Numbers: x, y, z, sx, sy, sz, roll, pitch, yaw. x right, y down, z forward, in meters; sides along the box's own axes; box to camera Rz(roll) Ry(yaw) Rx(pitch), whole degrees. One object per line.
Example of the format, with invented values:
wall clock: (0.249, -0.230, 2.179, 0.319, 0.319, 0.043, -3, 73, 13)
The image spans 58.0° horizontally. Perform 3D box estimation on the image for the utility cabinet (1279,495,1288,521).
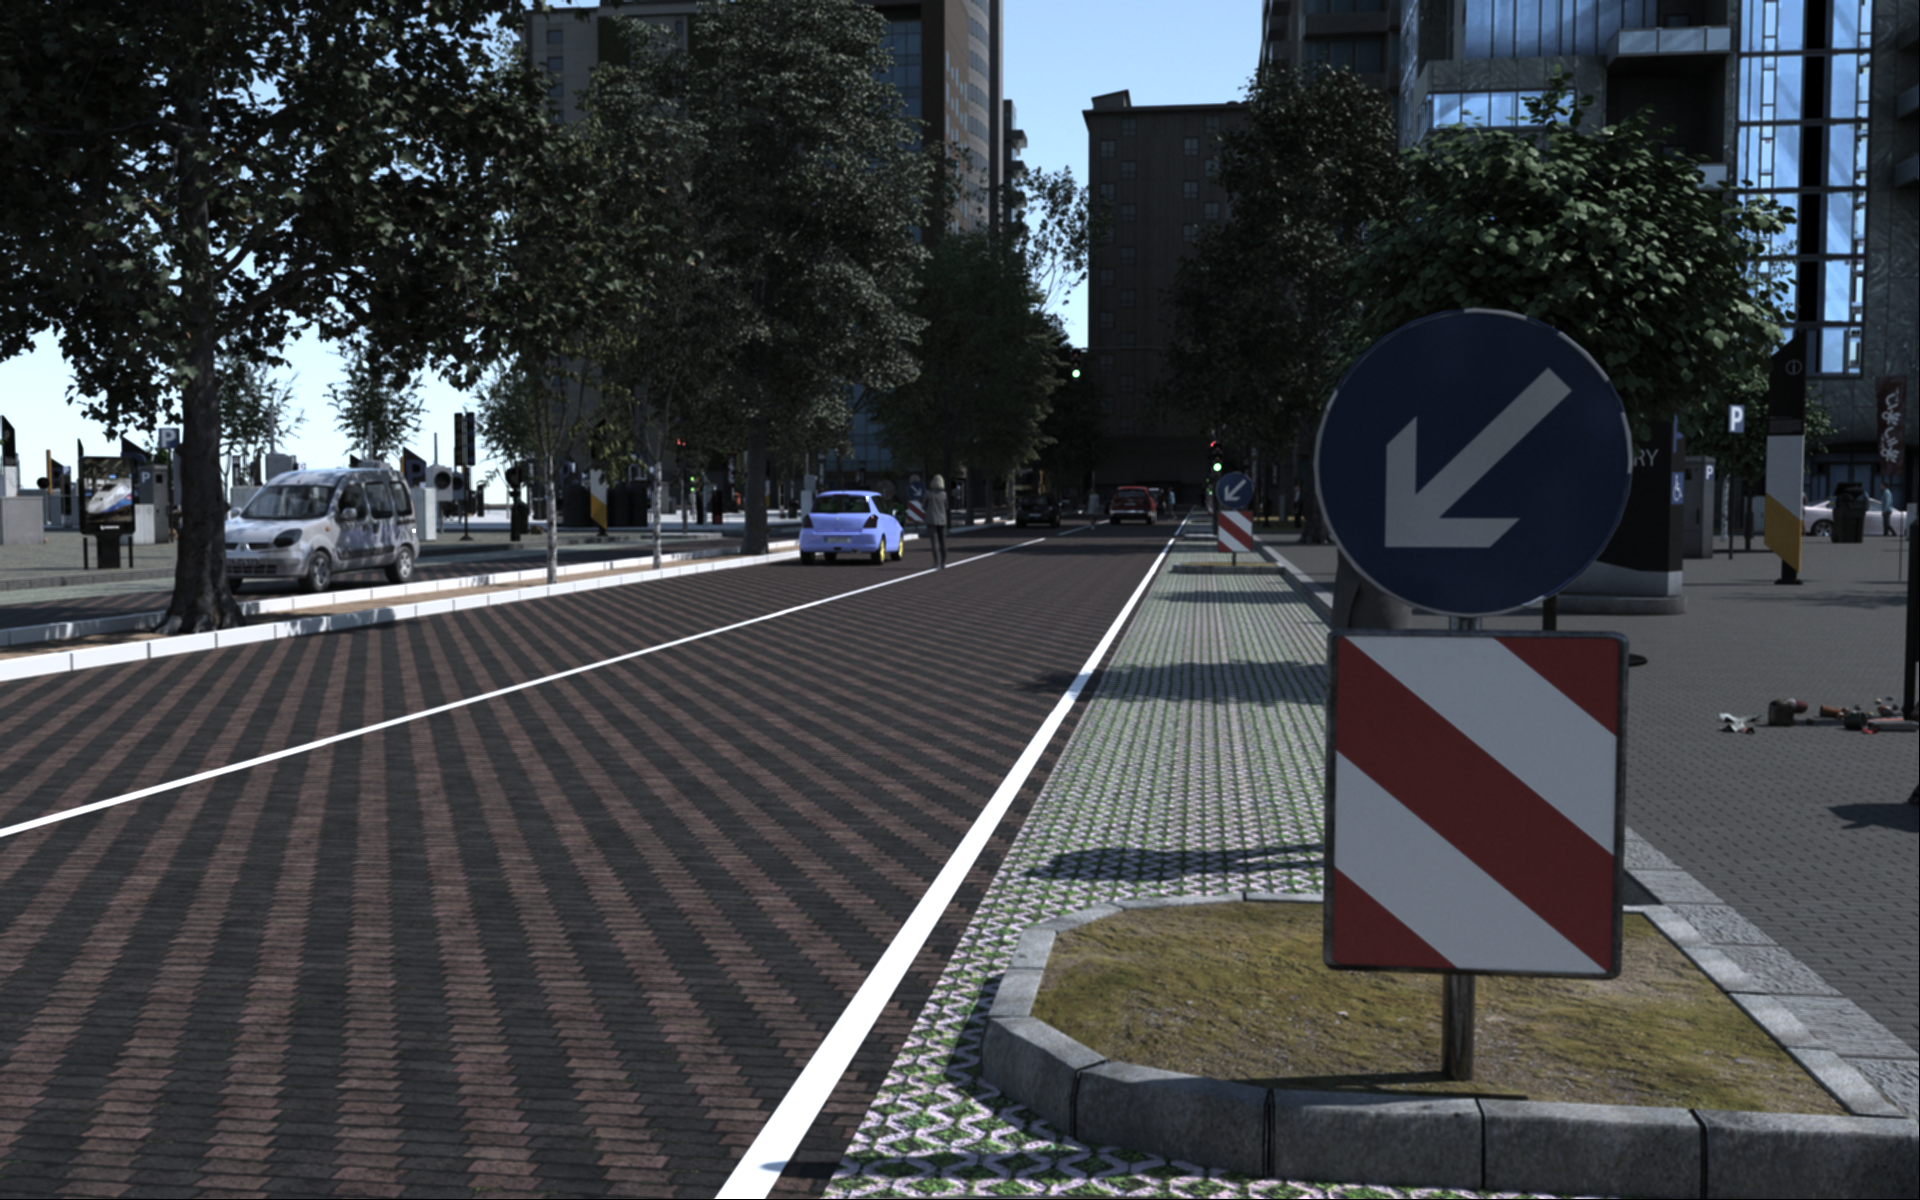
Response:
utility cabinet: (15.431, -4.366, 82.544, 0.306, 1.237, 1.020, 1, 4, 19)

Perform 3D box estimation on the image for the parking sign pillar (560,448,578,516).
parking sign pillar: (-22.826, -6.903, 101.336, 1.447, 3.967, 1.447, -3, 5, -41)

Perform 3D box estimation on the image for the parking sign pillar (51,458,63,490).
parking sign pillar: (-65.939, -8.459, 126.769, 1.447, 3.967, 1.447, 0, 4, -7)

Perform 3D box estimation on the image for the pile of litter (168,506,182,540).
pile of litter: (-22.495, -2.151, 49.133, 1.719, 0.858, 1.176, 3, 5, 42)

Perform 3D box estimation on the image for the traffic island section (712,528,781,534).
traffic island section: (-7.777, -2.538, 63.778, 2.009, 0.180, 2.903, 0, 4, 8)

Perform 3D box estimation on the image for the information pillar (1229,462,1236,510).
information pillar: (19.237, -8.003, 122.205, 0.504, 3.616, 0.183, 0, 4, 7)

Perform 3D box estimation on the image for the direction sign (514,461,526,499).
direction sign: (-29.954, -7.708, 118.021, 0.876, 3.537, 0.379, 0, 4, 5)

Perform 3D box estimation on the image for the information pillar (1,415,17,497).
information pillar: (-28.277, -3.679, 51.513, 0.183, 3.616, 0.504, 1, 4, 10)

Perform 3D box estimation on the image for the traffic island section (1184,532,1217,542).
traffic island section: (7.943, -1.911, 53.518, 2.009, 0.180, 2.903, 0, 4, 8)

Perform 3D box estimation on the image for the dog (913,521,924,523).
dog: (-2.072, -4.072, 86.771, 0.550, 0.427, 0.748, 0, 4, 1)

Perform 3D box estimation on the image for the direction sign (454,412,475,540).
direction sign: (-13.742, -3.432, 48.112, 0.876, 3.537, 0.379, 3, 4, 38)

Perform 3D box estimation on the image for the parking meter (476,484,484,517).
parking meter: (-27.042, -5.620, 97.594, 0.399, 1.863, 0.255, -1, 4, -14)

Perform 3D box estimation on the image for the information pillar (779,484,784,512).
information pillar: (-12.754, -7.297, 123.802, 0.304, 2.012, 0.304, -1, 4, -20)

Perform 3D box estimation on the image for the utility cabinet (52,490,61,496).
utility cabinet: (-45.009, -4.741, 86.199, 1.173, 1.500, 0.318, 2, 4, 29)

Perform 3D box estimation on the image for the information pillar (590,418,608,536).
information pillar: (-11.055, -3.771, 53.011, 0.504, 3.616, 0.183, -1, 4, -16)

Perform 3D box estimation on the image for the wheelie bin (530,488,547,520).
wheelie bin: (-20.891, -4.786, 86.165, 0.980, 1.594, 0.693, 0, 4, 6)

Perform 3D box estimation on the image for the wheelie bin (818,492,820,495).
wheelie bin: (-10.128, -6.875, 120.320, 0.980, 1.594, 0.693, 2, 4, 28)

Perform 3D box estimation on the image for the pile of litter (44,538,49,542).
pile of litter: (-24.994, -1.960, 46.007, 1.719, 0.858, 1.176, 3, 4, 37)

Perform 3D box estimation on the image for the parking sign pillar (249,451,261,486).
parking sign pillar: (-41.985, -7.019, 103.233, 1.447, 3.967, 1.447, -1, 4, -12)

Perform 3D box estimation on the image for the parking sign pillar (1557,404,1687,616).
parking sign pillar: (7.180, -1.859, 18.868, 1.447, 3.967, 1.447, 3, 5, 43)

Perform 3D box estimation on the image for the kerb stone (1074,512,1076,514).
kerb stone: (7.840, -6.079, 121.596, 0.120, 0.150, 1.000, 0, 4, 8)

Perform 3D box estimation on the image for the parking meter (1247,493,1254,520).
parking meter: (14.278, -4.857, 85.123, 0.255, 1.863, 0.399, 0, 4, -5)

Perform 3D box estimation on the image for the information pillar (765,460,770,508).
information pillar: (-11.582, -6.835, 103.111, 0.504, 3.616, 0.183, 0, 4, -5)

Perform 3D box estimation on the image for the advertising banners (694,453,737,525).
advertising banners: (-10.279, -4.703, 73.086, 2.074, 3.025, 0.090, -3, 4, -38)

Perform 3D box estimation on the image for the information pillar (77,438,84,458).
information pillar: (-36.971, -4.987, 72.888, 0.183, 3.616, 0.504, -1, 4, -10)

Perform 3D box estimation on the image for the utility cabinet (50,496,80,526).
utility cabinet: (-35.556, -3.527, 68.831, 1.020, 1.237, 0.306, -1, 4, -18)

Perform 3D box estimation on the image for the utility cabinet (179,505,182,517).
utility cabinet: (-43.427, -5.282, 97.524, 1.020, 1.237, 0.306, -3, 5, -41)

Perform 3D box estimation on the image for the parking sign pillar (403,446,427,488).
parking sign pillar: (-30.577, -6.658, 97.335, 1.447, 3.967, 1.447, -3, 4, -36)

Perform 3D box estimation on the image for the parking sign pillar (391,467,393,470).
parking sign pillar: (-39.122, -7.903, 117.694, 1.447, 3.967, 1.447, -3, 5, -41)

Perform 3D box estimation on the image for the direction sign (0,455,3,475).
direction sign: (-55.586, -6.646, 100.660, 0.876, 3.537, 0.379, -1, 4, -17)

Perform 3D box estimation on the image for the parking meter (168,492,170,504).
parking meter: (-53.088, -6.746, 116.007, 0.399, 1.863, 0.255, 3, 5, 42)

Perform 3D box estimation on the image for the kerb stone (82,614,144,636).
kerb stone: (-8.807, 0.268, 17.867, 0.120, 0.150, 1.000, 0, 4, 8)

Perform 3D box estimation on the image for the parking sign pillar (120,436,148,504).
parking sign pillar: (-38.145, -5.609, 80.183, 1.447, 3.967, 1.447, 0, 4, -4)

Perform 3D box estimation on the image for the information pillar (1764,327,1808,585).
information pillar: (11.715, -2.031, 24.554, 0.504, 3.616, 0.183, 3, 4, 36)

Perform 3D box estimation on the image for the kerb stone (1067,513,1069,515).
kerb stone: (6.977, -5.707, 115.505, 0.120, 0.150, 1.000, 0, 4, 8)

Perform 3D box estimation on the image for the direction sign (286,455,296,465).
direction sign: (-38.876, -6.636, 100.497, 0.379, 3.537, 0.876, 2, 4, 35)

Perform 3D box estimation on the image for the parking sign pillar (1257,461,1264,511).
parking sign pillar: (23.201, -8.910, 134.157, 1.447, 3.967, 1.447, 1, 4, 18)

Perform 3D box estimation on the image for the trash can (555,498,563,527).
trash can: (-15.664, -3.419, 67.557, 0.748, 1.137, 0.748, 0, 3, 0)

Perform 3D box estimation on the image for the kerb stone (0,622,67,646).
kerb stone: (-8.951, 0.327, 16.853, 0.120, 0.150, 1.000, 0, 4, 8)

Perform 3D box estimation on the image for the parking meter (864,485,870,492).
parking meter: (-6.193, -6.703, 115.297, 0.399, 1.863, 0.255, -2, 4, -27)

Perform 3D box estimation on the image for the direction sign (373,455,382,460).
direction sign: (-33.446, -6.573, 99.472, 0.379, 3.537, 0.876, 2, 4, 32)

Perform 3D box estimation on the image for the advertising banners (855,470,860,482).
advertising banners: (-8.069, -7.904, 125.417, 2.074, 3.025, 0.090, 1, 4, 17)

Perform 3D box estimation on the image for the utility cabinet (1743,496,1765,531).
utility cabinet: (27.459, -2.973, 59.771, 1.020, 1.237, 0.306, -3, 4, -36)

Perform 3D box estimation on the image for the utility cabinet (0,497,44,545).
utility cabinet: (-23.841, -2.005, 43.947, 0.306, 1.237, 1.020, 3, 5, 40)

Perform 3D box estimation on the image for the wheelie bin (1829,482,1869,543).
wheelie bin: (23.398, -2.300, 45.508, 0.980, 1.594, 0.693, 0, 4, -2)

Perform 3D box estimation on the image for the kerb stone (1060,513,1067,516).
kerb stone: (6.837, -5.645, 114.493, 0.120, 0.150, 1.000, 0, 4, 8)

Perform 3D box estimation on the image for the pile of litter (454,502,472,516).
pile of litter: (-28.718, -5.252, 99.838, 1.176, 0.858, 1.719, -1, 4, -20)

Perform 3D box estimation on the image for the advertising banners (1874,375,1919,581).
advertising banners: (14.113, -1.765, 25.039, 0.090, 3.025, 2.074, -2, 4, -25)

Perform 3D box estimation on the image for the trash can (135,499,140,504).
trash can: (-22.665, -2.200, 47.630, 0.748, 1.137, 0.748, 0, 3, 0)

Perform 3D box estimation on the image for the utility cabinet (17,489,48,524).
utility cabinet: (-38.764, -3.890, 72.273, 1.173, 1.500, 0.318, -1, 4, -22)

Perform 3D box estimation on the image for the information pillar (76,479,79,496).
information pillar: (-41.737, -4.753, 82.203, 0.304, 2.012, 0.304, -3, 4, -36)

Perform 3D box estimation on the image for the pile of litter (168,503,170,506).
pile of litter: (-43.678, -4.968, 95.189, 1.719, 0.858, 1.176, -1, 4, -15)

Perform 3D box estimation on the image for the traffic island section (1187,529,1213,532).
traffic island section: (9.050, -2.394, 61.426, 2.009, 0.180, 2.903, 0, 4, 8)

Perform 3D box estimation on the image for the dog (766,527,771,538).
dog: (-5.584, -1.797, 48.664, 0.540, 0.507, 0.406, -1, 4, -9)

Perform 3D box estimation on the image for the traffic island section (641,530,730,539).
traffic island section: (-8.884, -2.054, 55.870, 2.009, 0.180, 2.903, 0, 4, 8)

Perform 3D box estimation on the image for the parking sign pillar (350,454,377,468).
parking sign pillar: (-39.830, -7.739, 115.011, 1.447, 3.967, 1.447, 0, 4, -7)

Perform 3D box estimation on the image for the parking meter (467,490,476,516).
parking meter: (-32.095, -6.468, 114.155, 0.372, 1.533, 0.369, 0, 3, 0)

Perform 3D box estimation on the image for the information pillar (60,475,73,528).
information pillar: (-34.327, -3.794, 66.521, 0.304, 2.012, 0.304, 3, 5, 43)
